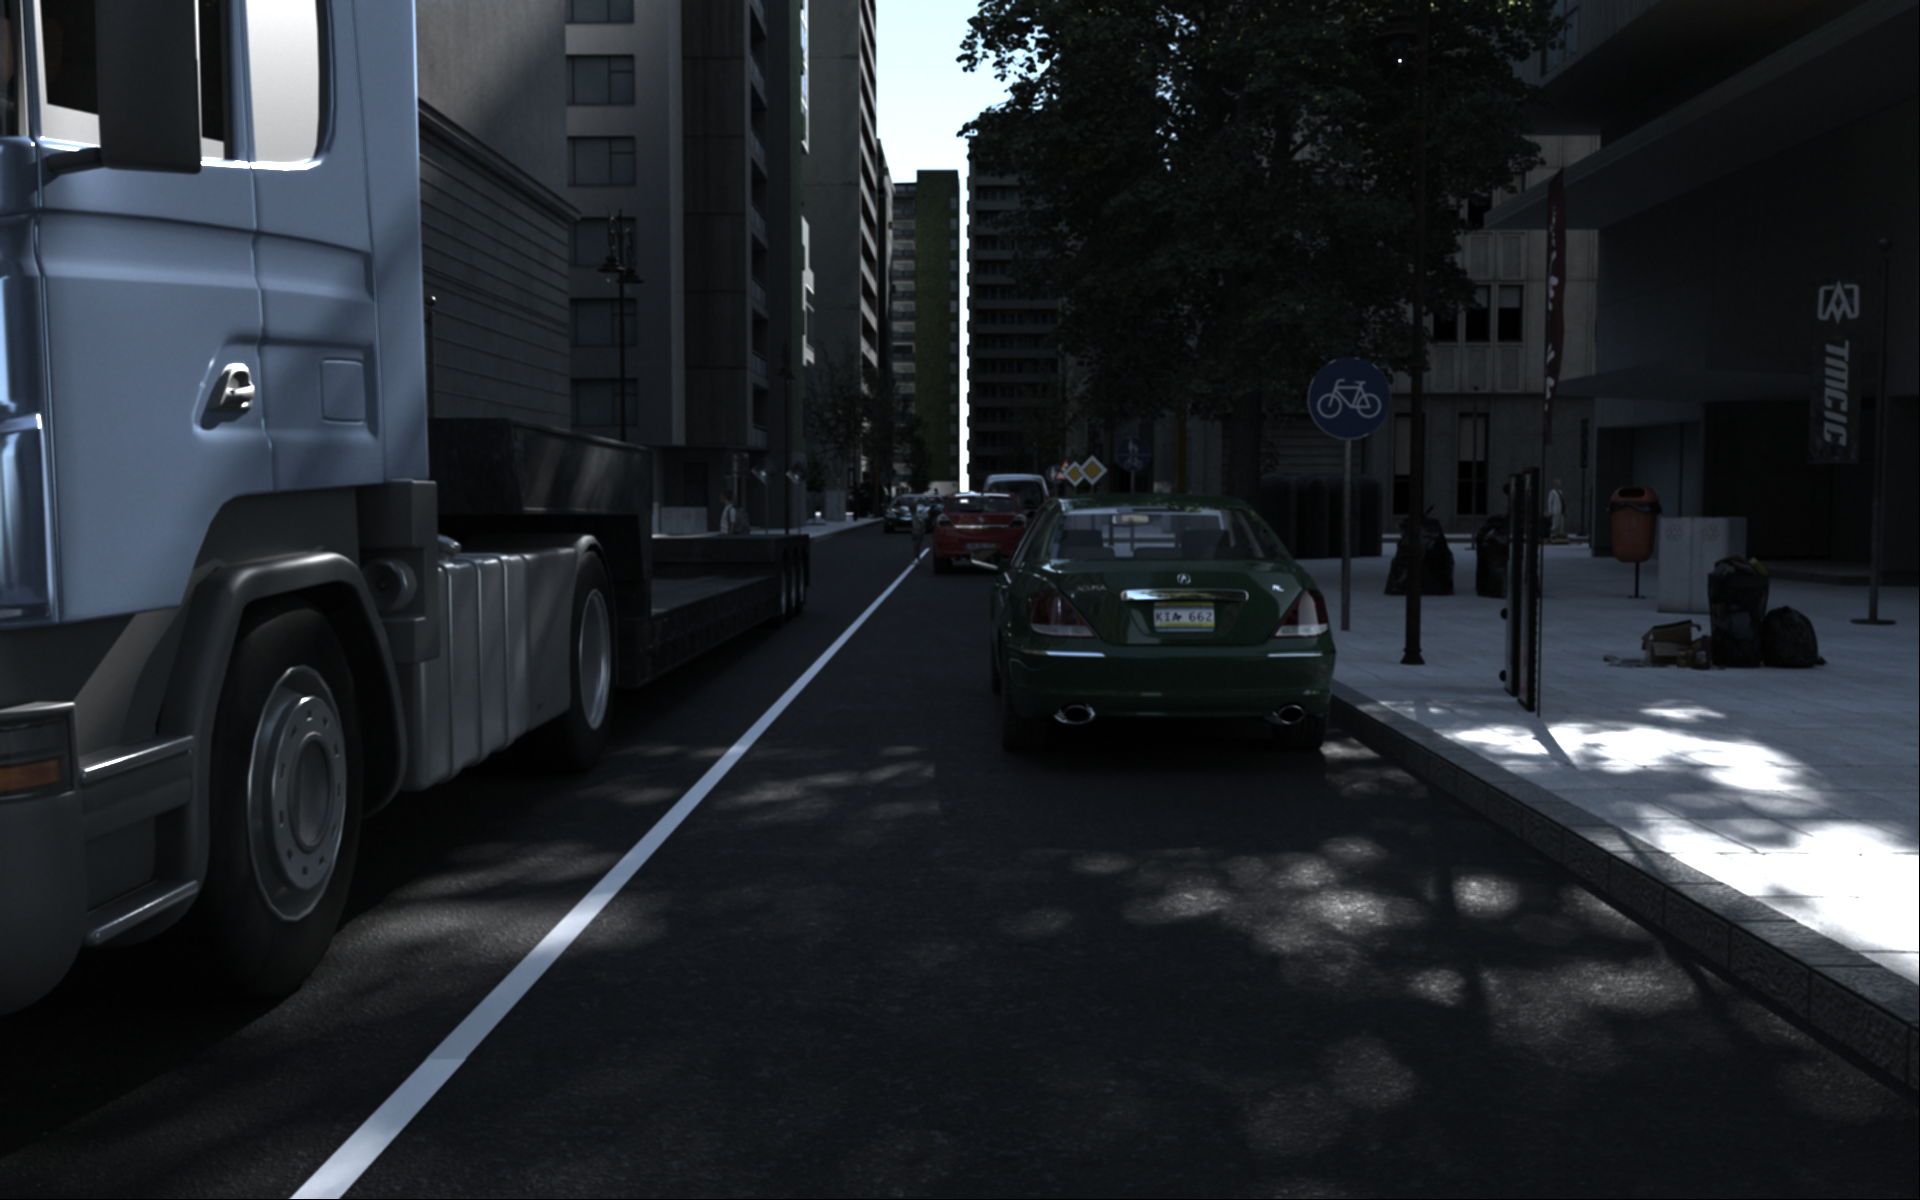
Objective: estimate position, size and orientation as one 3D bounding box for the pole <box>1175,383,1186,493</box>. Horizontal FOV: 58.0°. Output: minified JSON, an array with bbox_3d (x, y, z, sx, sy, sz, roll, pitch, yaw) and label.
[{"bbox_3d":[3.998,-2.297,31.391,0.158,3.312,0.155,0,3,0],"label":"pole"}]

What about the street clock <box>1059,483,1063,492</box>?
[{"bbox_3d":[6.423,-6.405,109.291,0.358,2.002,0.471,-2,4,-25],"label":"street clock"}]

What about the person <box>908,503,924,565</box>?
[{"bbox_3d":[-0.877,-1.331,34.945,0.352,1.250,0.332,1,4,8],"label":"person"}]

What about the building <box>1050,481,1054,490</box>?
[{"bbox_3d":[18.865,-43.948,156.801,20.563,71.187,20.611,0,4,1],"label":"building"}]

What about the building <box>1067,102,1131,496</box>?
[{"bbox_3d":[17.253,-18.681,109.956,19.350,26.468,34.151,0,4,1],"label":"building"}]

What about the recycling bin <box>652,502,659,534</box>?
[{"bbox_3d":[-9.477,-2.415,52.045,0.722,1.027,0.722,0,4,2],"label":"recycling bin"}]

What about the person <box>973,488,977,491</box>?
[{"bbox_3d":[0.673,-4.739,86.818,0.643,1.720,0.563,2,4,32],"label":"person"}]

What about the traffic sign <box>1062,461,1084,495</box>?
[{"bbox_3d":[3.455,-2.959,52.029,0.795,2.450,0.064,0,4,1],"label":"traffic sign"}]

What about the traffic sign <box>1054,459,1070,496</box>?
[{"bbox_3d":[3.957,-3.963,64.798,0.884,2.594,0.081,0,4,8],"label":"traffic sign"}]

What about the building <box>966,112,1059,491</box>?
[{"bbox_3d":[11.661,-36.666,223.183,21.600,48.544,21.300,0,4,1],"label":"building"}]

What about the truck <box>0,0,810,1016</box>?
[{"bbox_3d":[-3.071,-1.355,11.910,2.967,4.110,18.799,0,3,0],"label":"truck"}]

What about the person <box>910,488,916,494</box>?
[{"bbox_3d":[-3.011,-6.277,111.102,0.573,1.828,0.580,-3,5,-44],"label":"person"}]

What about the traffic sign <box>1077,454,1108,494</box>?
[{"bbox_3d":[3.362,-2.471,44.044,0.795,2.450,0.064,0,4,1],"label":"traffic sign"}]

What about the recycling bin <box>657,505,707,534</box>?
[{"bbox_3d":[-5.305,-1.269,33.300,0.722,1.027,0.722,1,4,10],"label":"recycling bin"}]

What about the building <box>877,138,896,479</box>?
[{"bbox_3d":[-19.045,-30.117,184.297,23.993,40.220,32.217,0,4,1],"label":"building"}]

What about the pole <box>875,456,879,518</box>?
[{"bbox_3d":[-4.421,-6.032,92.471,0.158,3.312,0.155,0,3,0],"label":"pole"}]

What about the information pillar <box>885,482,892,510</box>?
[{"bbox_3d":[-4.212,-5.944,101.672,0.304,2.012,0.304,-2,4,-29],"label":"information pillar"}]

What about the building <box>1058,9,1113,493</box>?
[{"bbox_3d":[14.964,-27.942,140.444,14.154,41.232,14.086,0,4,1],"label":"building"}]

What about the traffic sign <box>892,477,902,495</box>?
[{"bbox_3d":[-4.680,-7.727,126.342,0.884,2.594,0.081,0,4,5],"label":"traffic sign"}]

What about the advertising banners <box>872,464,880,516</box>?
[{"bbox_3d":[-4.973,-6.455,101.729,0.090,3.025,2.074,1,4,12],"label":"advertising banners"}]

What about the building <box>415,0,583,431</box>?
[{"bbox_3d":[-20.673,-11.763,34.132,24.055,21.916,13.314,0,4,1],"label":"building"}]

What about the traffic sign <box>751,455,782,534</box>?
[{"bbox_3d":[-4.931,-2.478,44.161,0.795,2.450,0.064,0,4,1],"label":"traffic sign"}]

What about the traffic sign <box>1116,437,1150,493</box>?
[{"bbox_3d":[3.852,-2.357,38.642,0.768,2.556,0.104,0,4,2],"label":"traffic sign"}]

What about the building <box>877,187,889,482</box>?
[{"bbox_3d":[-13.779,-23.520,156.250,14.160,30.474,14.107,0,4,1],"label":"building"}]

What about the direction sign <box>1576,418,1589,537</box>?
[{"bbox_3d":[18.840,-3.690,52.325,0.379,3.537,0.876,1,4,8],"label":"direction sign"}]

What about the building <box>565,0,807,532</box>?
[{"bbox_3d":[-13.200,-23.068,60.764,14.154,41.232,14.086,0,4,1],"label":"building"}]

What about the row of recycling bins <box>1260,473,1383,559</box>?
[{"bbox_3d":[7.289,-1.702,34.945,3.534,1.692,1.069,-3,4,-39],"label":"row of recycling bins"}]

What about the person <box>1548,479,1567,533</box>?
[{"bbox_3d":[16.280,-2.390,47.454,0.818,1.842,0.514,2,4,28],"label":"person"}]

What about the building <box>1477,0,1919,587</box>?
[{"bbox_3d":[23.847,-26.437,21.484,28.713,52.752,27.495,0,4,1],"label":"building"}]

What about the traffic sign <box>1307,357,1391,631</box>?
[{"bbox_3d":[3.621,-0.984,16.199,0.768,2.556,0.104,0,4,4],"label":"traffic sign"}]

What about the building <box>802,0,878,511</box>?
[{"bbox_3d":[-17.835,-31.426,137.514,21.300,48.544,21.600,0,4,1],"label":"building"}]

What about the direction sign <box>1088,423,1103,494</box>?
[{"bbox_3d":[4.278,-3.874,55.330,0.379,3.537,0.876,-1,4,-18],"label":"direction sign"}]

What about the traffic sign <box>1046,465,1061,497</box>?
[{"bbox_3d":[4.163,-4.629,75.784,0.768,2.556,0.104,0,4,5],"label":"traffic sign"}]

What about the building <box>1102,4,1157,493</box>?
[{"bbox_3d":[14.562,-17.578,80.916,14.314,27.812,24.014,0,4,1],"label":"building"}]

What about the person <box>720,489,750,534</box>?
[{"bbox_3d":[-3.331,-0.855,25.079,0.503,1.515,0.523,3,5,43],"label":"person"}]

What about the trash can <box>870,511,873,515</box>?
[{"bbox_3d":[-5.676,-5.929,108.590,0.748,1.137,0.748,0,3,0],"label":"trash can"}]

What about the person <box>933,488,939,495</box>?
[{"bbox_3d":[-1.397,-6.023,107.319,0.599,1.781,0.374,1,4,18],"label":"person"}]

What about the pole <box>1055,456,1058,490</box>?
[{"bbox_3d":[5.081,-5.962,91.320,0.158,3.312,0.155,0,3,0],"label":"pole"}]

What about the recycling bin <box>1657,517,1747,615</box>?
[{"bbox_3d":[8.034,-0.379,18.751,0.722,1.027,0.722,3,5,40],"label":"recycling bin"}]

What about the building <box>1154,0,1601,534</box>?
[{"bbox_3d":[17.369,-14.819,60.316,19.932,24.808,12.078,0,4,1],"label":"building"}]

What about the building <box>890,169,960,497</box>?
[{"bbox_3d":[-6.962,-32.852,220.720,14.086,41.232,14.154,0,4,1],"label":"building"}]

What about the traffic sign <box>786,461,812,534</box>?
[{"bbox_3d":[-4.838,-2.967,52.145,0.795,2.450,0.064,0,4,1],"label":"traffic sign"}]

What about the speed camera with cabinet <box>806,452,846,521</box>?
[{"bbox_3d":[-6.489,-5.398,82.597,2.038,3.252,0.660,-1,4,-10],"label":"speed camera with cabinet"}]

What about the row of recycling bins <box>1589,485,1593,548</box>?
[{"bbox_3d":[15.343,-1.999,39.802,1.069,1.692,3.534,0,4,2],"label":"row of recycling bins"}]

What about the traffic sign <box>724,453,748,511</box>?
[{"bbox_3d":[-5.517,-2.479,42.662,0.606,2.300,0.079,0,4,5],"label":"traffic sign"}]

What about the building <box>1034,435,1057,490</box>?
[{"bbox_3d":[19.522,-53.221,182.837,22.319,86.520,31.000,0,4,1],"label":"building"}]

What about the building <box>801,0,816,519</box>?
[{"bbox_3d":[-18.799,-47.837,94.814,22.319,86.520,31.000,0,4,1],"label":"building"}]

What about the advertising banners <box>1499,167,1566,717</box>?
[{"bbox_3d":[3.417,-0.867,10.364,0.090,3.025,2.074,1,4,11],"label":"advertising banners"}]

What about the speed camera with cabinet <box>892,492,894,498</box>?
[{"bbox_3d":[-5.859,-8.136,127.352,2.038,3.252,0.660,0,4,1],"label":"speed camera with cabinet"}]
